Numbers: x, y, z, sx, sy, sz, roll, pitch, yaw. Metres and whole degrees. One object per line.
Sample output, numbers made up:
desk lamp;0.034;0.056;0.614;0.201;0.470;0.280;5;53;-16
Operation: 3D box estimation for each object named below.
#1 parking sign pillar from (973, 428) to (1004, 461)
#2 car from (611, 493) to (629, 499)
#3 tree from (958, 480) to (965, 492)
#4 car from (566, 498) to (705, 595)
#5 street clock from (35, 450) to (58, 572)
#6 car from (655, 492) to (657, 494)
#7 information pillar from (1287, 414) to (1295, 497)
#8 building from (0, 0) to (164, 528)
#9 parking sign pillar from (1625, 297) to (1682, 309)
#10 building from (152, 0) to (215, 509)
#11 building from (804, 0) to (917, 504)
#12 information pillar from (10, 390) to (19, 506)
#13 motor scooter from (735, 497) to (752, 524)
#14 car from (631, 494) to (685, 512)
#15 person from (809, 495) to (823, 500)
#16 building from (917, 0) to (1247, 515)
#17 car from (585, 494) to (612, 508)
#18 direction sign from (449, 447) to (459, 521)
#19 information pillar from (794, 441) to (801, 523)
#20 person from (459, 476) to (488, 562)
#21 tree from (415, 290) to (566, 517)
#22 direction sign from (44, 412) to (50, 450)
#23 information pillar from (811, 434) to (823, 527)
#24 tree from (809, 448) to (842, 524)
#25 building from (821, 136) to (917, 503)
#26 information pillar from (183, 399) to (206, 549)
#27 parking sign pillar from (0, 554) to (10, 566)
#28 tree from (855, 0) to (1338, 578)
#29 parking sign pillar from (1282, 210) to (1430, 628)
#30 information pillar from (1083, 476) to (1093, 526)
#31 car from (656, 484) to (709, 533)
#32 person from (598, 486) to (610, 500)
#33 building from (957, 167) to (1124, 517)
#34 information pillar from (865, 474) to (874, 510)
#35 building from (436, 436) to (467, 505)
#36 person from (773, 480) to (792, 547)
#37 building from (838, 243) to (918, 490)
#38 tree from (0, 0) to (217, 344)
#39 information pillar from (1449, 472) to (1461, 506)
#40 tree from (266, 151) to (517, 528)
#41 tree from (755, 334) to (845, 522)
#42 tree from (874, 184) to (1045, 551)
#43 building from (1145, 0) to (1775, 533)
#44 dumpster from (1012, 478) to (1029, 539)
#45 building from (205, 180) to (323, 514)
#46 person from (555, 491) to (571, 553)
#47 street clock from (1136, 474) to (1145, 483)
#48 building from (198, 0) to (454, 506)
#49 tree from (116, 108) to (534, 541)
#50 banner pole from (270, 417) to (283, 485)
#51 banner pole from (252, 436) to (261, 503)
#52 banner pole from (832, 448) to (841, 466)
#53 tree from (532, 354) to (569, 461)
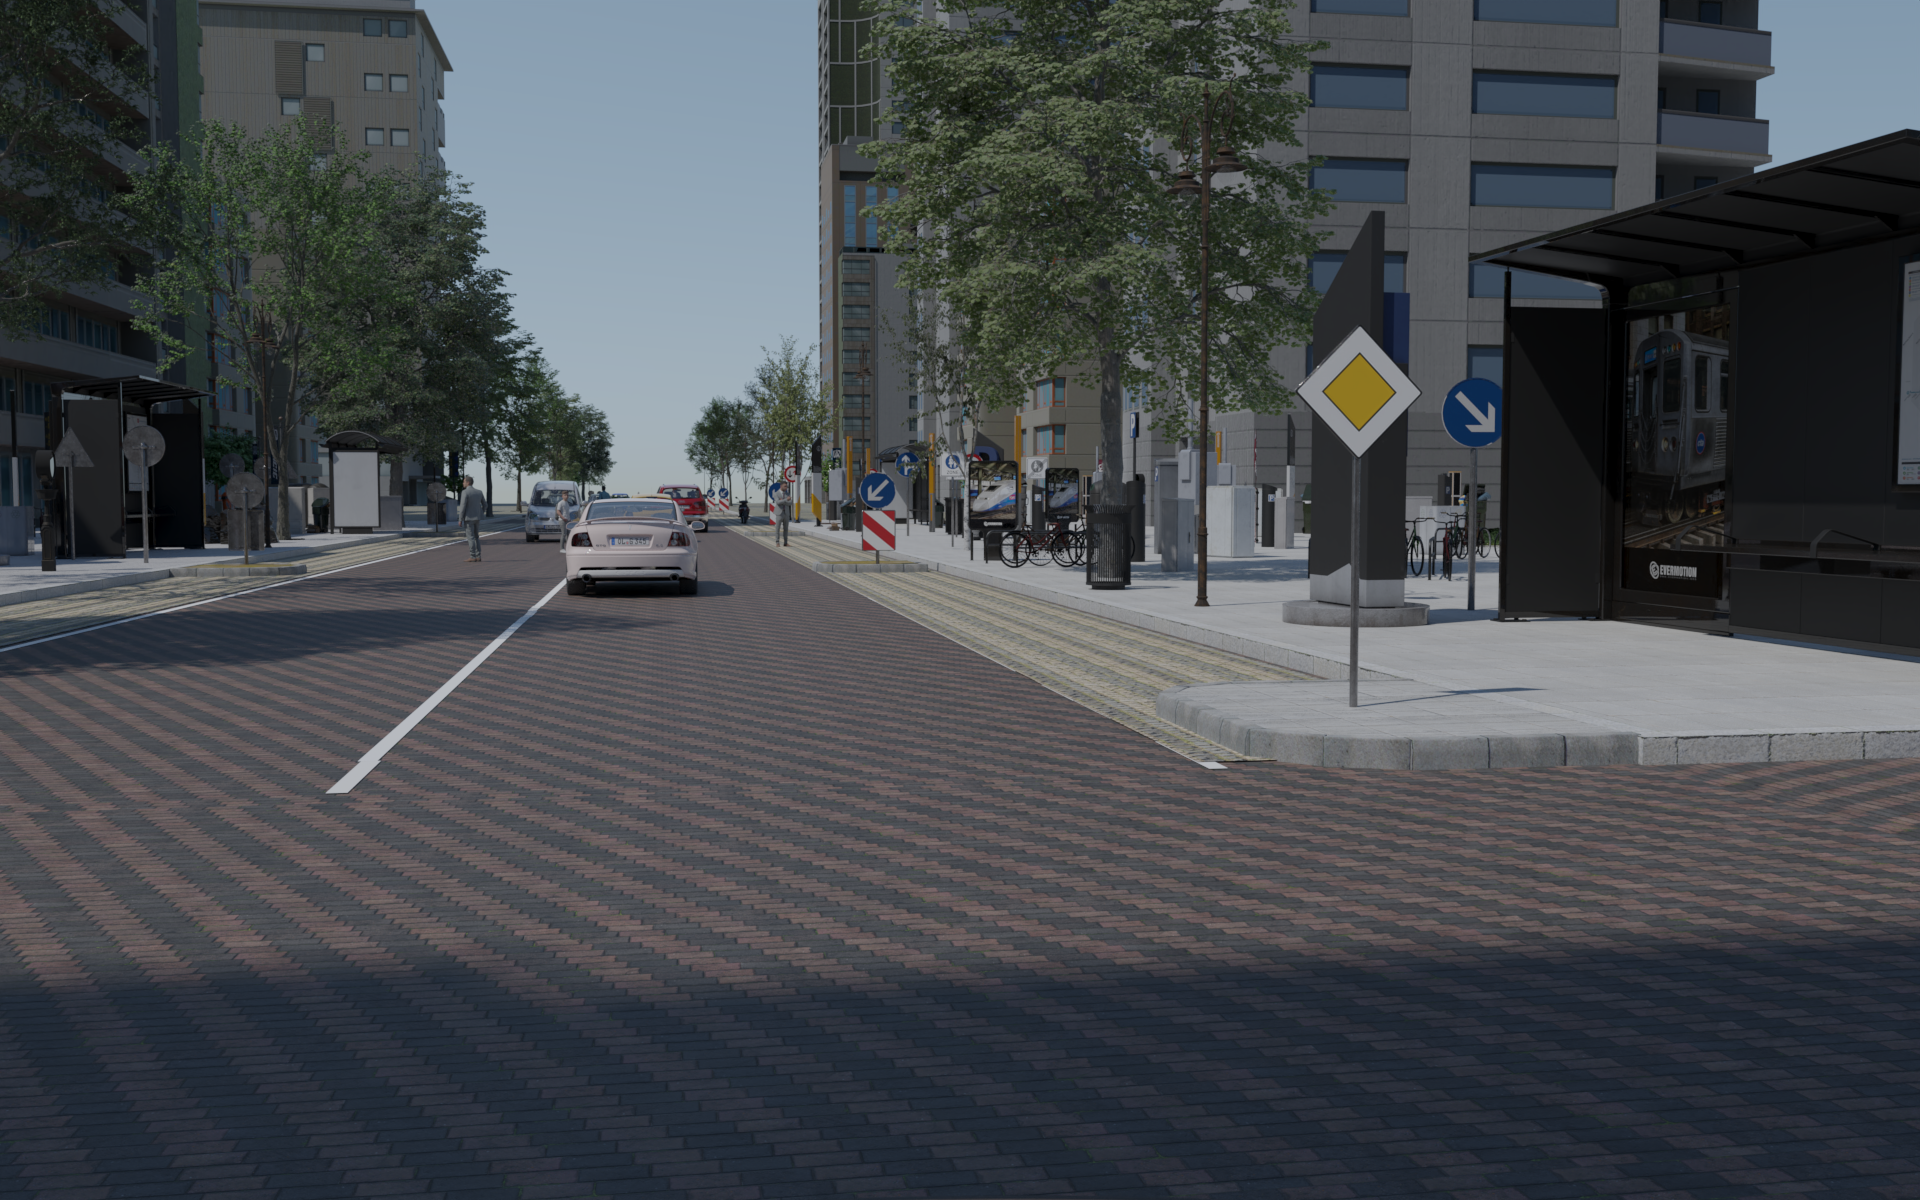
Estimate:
parking sign pillar;1.111;-5.011;70.398;1.447;3.967;1.447;1;4;21
car;-25.877;-7.475;131.802;1.945;1.707;3.694;0;4;-8
tree;0.599;-5.478;84.166;1.663;3.219;1.824;0;3;0
car;-4.877;-0.833;25.987;2.083;1.381;4.827;-1;4;-9
street clock;-15.130;-1.476;28.705;0.358;2.002;0.471;-1;4;-17
car;-34.832;-11.560;198.601;1.945;1.707;3.694;-1;4;-12
information pillar;9.709;-3.639;50.852;0.183;3.616;0.504;2;4;30
building;-45.011;-27.030;65.650;21.300;48.544;21.600;-1;4;-10
parking sign pillar;7.782;-1.909;19.681;1.447;3.967;1.447;-1;4;-17
building;-46.278;-24.554;85.057;14.154;41.232;14.086;-1;4;-10
building;-10.196;-48.697;234.440;20.563;71.187;20.611;-1;4;-10
information pillar;-21.463;-2.936;39.352;0.183;3.616;0.504;-2;4;-26
motor scooter;-10.419;-4.327;83.517;0.815;1.314;1.986;-1;4;-11
car;-9.288;-2.564;52.147;2.015;1.641;3.980;-1;4;-11
person;-13.786;-9.590;165.302;1.348;1.823;0.705;0;4;6
building;7.207;-36.246;134.621;21.231;58.520;28.212;-1;4;-10
car;-21.909;-5.829;105.522;2.015;1.641;3.980;-1;4;-8
direction sign;-23.925;-5.497;81.880;0.379;3.537;0.876;-3;5;-44
information pillar;-7.144;-5.193;76.254;0.183;3.616;0.504;1;4;13
person;-10.298;-1.711;36.569;0.391;1.810;0.635;2;4;24
tree;-26.849;-10.932;96.867;7.486;12.596;7.792;0;3;0
direction sign;-24.921;-3.409;47.741;0.876;3.537;0.379;2;4;31
information pillar;-5.611;-4.681;67.892;0.183;3.616;0.504;3;5;40
tree;-5.668;-4.834;73.635;1.663;3.219;1.824;0;3;0
building;-9.816;-34.713;217.664;14.600;45.320;14.200;-1;4;-10
information pillar;-17.936;-3.009;40.556;0.504;3.616;0.183;1;4;11
parking sign pillar;-17.835;-2.595;30.901;1.447;3.967;1.447;0;4;0
tree;1.901;-6.617;26.321;7.486;12.596;7.792;0;3;0
parking sign pillar;3.959;-1.759;17.227;1.447;3.967;1.447;-1;4;-13
information pillar;5.080;-3.941;68.924;0.304;2.012;0.304;-1;4;-20
car;-10.693;-3.495;65.817;2.281;1.827;5.304;-1;4;-12
person;-16.327;-4.344;79.538;0.620;1.820;0.660;3;5;39
building;15.894;-16.090;108.112;27.650;21.520;28.899;-1;4;-10
information pillar;-3.276;-3.521;62.063;0.304;2.012;0.304;-1;4;-20
building;-77.141;-31.790;211.646;32.217;40.220;23.993;-1;4;-10
person;-4.753;-2.326;46.709;0.466;1.800;0.511;3;5;44
building;-7.499;-26.437;203.950;14.160;30.474;14.107;-1;4;-10
tree;-14.281;-5.455;23.597;8.767;10.594;7.601;0;4;3
information pillar;16.184;-3.192;56.685;0.304;2.012;0.304;-1;4;-11
tree;-21.544;-9.726;65.673;9.857;13.997;8.962;0;3;0
tree;-7.353;-7.883;79.245;4.737;8.622;4.395;0;3;0
tree;0.114;-5.443;39.359;4.360;8.622;3.978;0;3;0
building;17.507;-32.310;70.262;21.231;58.520;28.212;-1;4;-10
dumpster;1.248;-2.729;50.370;1.264;1.857;1.865;-1;4;-10
building;-56.344;-15.942;105.692;27.650;21.520;28.899;-1;4;-10
person;-9.597;-1.899;42.147;0.523;1.515;0.503;-1;4;-13
street clock;6.361;-3.482;61.500;0.358;2.002;0.471;-1;4;-22
building;-70.295;-36.522;186.368;28.713;52.752;27.495;-1;4;-10
tree;-18.871;-7.461;47.747;9.928;11.665;9.643;0;3;0
banner pole;-21.997;-4.027;55.863;0.401;3.779;0.863;1;4;12
banner pole;-30.574;-5.221;75.374;0.863;3.779;0.401;3;5;41
banner pole;-5.695;-5.648;82.355;0.863;3.779;0.401;1;4;17
tree;-32.263;-12.300;126.854;9.928;11.665;9.643;0;3;0
